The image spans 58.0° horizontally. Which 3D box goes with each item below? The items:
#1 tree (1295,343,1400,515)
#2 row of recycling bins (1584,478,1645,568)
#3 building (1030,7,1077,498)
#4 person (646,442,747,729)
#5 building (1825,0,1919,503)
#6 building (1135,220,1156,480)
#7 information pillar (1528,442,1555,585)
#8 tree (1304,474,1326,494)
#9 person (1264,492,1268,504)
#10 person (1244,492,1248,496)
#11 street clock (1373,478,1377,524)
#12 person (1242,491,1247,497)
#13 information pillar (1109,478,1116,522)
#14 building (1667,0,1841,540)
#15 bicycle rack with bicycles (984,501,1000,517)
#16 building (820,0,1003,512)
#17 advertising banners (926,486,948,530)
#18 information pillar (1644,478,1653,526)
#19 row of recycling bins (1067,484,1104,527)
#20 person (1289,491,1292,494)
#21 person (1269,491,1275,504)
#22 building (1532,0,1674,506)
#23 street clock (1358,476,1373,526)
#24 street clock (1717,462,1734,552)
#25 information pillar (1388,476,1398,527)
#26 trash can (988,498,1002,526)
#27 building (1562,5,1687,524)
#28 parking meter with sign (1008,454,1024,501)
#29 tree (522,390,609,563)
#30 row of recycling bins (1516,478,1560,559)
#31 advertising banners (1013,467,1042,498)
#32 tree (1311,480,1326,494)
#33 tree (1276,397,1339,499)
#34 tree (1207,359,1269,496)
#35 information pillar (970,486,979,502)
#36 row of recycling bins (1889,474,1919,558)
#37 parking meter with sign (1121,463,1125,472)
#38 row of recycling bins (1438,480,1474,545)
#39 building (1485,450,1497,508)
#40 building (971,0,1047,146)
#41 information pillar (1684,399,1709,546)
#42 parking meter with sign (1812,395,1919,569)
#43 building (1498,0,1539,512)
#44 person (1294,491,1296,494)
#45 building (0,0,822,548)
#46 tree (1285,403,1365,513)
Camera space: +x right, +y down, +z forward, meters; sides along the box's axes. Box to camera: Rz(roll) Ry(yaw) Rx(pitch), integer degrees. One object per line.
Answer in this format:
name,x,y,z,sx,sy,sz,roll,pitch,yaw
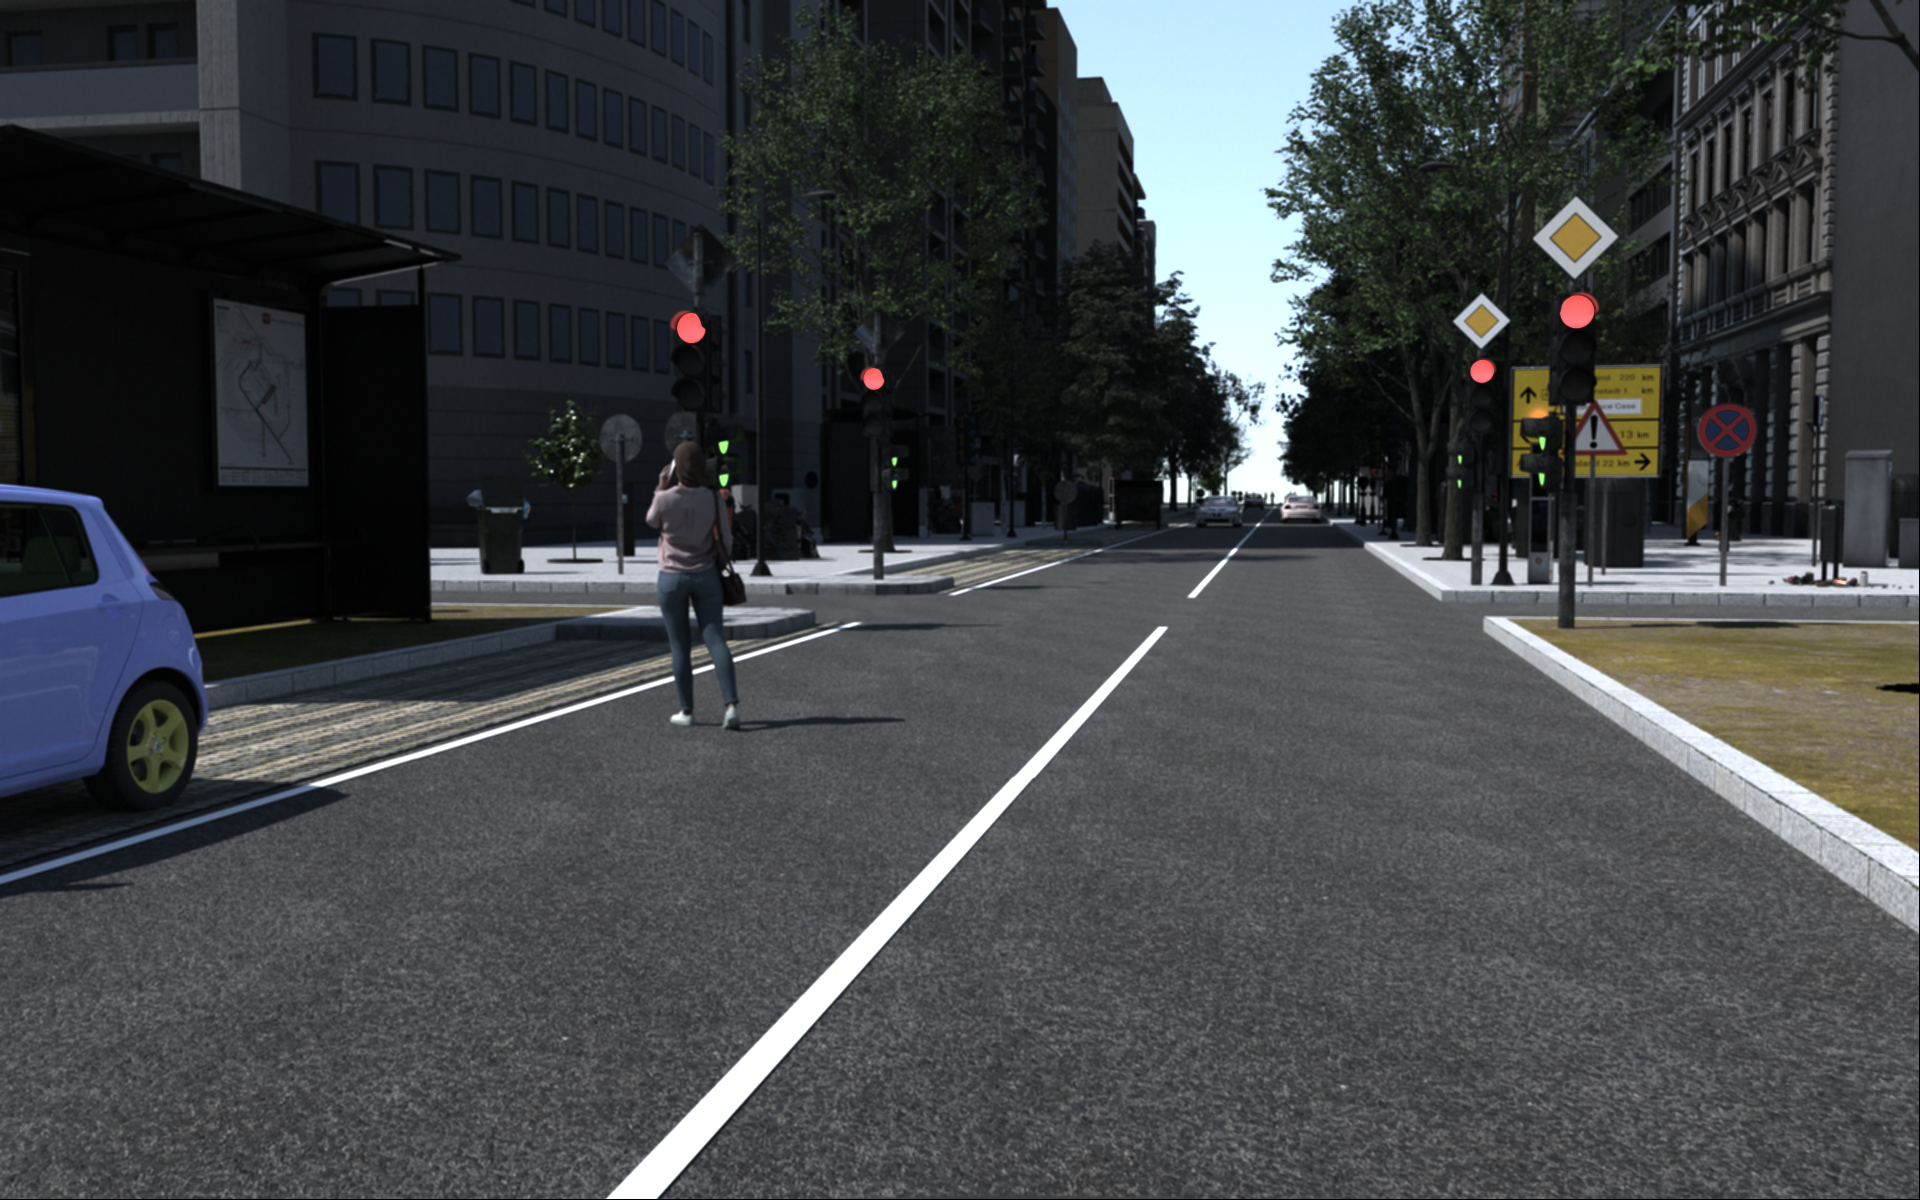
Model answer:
tree,24.682,-11.541,106.819,7.486,12.596,7.792,0,3,0
row of recycling bins,11.900,-1.494,31.538,1.069,1.692,3.534,1,4,20
building,2.991,-31.139,159.233,14.600,45.320,14.200,1,4,11
person,-1.587,-0.093,10.616,0.593,1.750,0.643,-1,4,-20
building,33.857,-14.900,37.117,24.014,27.812,14.314,1,4,11
building,20.973,-34.819,252.887,14.154,41.232,14.086,1,4,11
information pillar,8.273,-1.232,24.637,0.304,2.012,0.304,2,4,29
tree,49.486,-15.755,241.300,4.285,4.588,4.351,0,3,0
person,43.942,-14.623,248.120,0.750,1.759,0.617,3,5,45
person,39.669,-14.058,239.163,1.217,1.723,0.721,-2,4,-24
street clock,17.862,-4.305,74.951,0.358,2.002,0.471,1,4,21
person,34.120,-12.125,207.270,0.750,1.759,0.617,0,4,4
information pillar,6.953,-4.518,78.355,0.304,2.012,0.304,-2,4,-33
building,30.343,-13.869,55.643,11.050,23.489,19.941,1,4,11
bicycle rack with bicycles,2.117,-4.796,91.789,2.852,0.926,2.925,-1,4,-20
building,-7.979,-41.300,113.507,20.563,71.187,20.611,1,4,11
advertising banners,-0.786,-4.046,62.342,0.090,3.025,2.074,1,4,21
information pillar,27.602,-3.973,69.447,0.304,2.012,0.304,1,4,19
row of recycling bins,4.842,-3.803,69.285,1.069,1.692,3.534,1,4,13
person,44.188,-13.643,231.641,1.350,1.814,0.705,0,4,6
person,43.370,-14.192,240.620,0.705,1.814,1.350,-2,4,-29
building,42.525,-25.869,106.546,14.154,41.232,14.086,1,4,11
street clock,16.244,-3.988,69.775,0.358,2.002,0.471,-1,4,-21
street clock,17.068,-2.083,38.629,0.358,2.002,0.471,2,4,31
information pillar,17.100,-3.911,68.434,0.304,2.012,0.304,3,5,43
trash can,1.484,-3.620,70.840,0.748,1.137,0.748,0,3,0
building,37.303,-15.956,79.940,14.314,24.678,30.058,1,4,11
parking meter with sign,2.335,-4.800,74.745,0.543,3.016,1.738,1,4,15
tree,-7.376,-2.315,32.448,1.663,3.219,1.824,0,3,0
row of recycling bins,12.073,-1.760,35.893,1.069,1.692,3.534,1,4,19
advertising banners,3.810,-6.257,98.483,2.074,3.025,0.090,-2,4,-25
tree,50.993,-15.535,248.600,1.663,3.219,1.824,0,3,0
tree,44.317,-18.955,216.575,9.857,13.997,8.962,0,3,0
tree,37.191,-23.618,242.039,12.611,20.169,13.585,0,3,0
information pillar,0.547,-3.948,69.039,0.304,2.012,0.304,3,4,36
row of recycling bins,19.628,-1.777,36.170,1.069,1.692,3.534,1,4,23
parking meter with sign,9.075,-6.126,96.424,0.543,3.016,1.738,1,4,18
row of recycling bins,12.990,-2.333,45.262,1.069,1.692,3.534,1,4,13
building,53.200,-50.651,140.821,22.319,86.520,31.000,1,4,11
building,-5.110,-29.619,138.901,22.147,44.769,28.867,1,4,11
information pillar,18.231,-3.146,42.800,0.504,3.616,0.183,0,4,3
parking meter with sign,15.790,-2.069,30.087,1.738,3.016,0.543,2,4,35
building,45.247,-28.756,120.274,14.600,45.320,14.200,1,4,11
person,46.078,-14.060,238.519,1.348,1.807,0.705,0,4,-4
building,-18.145,-31.229,52.597,21.231,58.520,28.212,1,4,11
tree,29.838,-12.528,139.243,8.767,10.594,7.601,2,4,33
